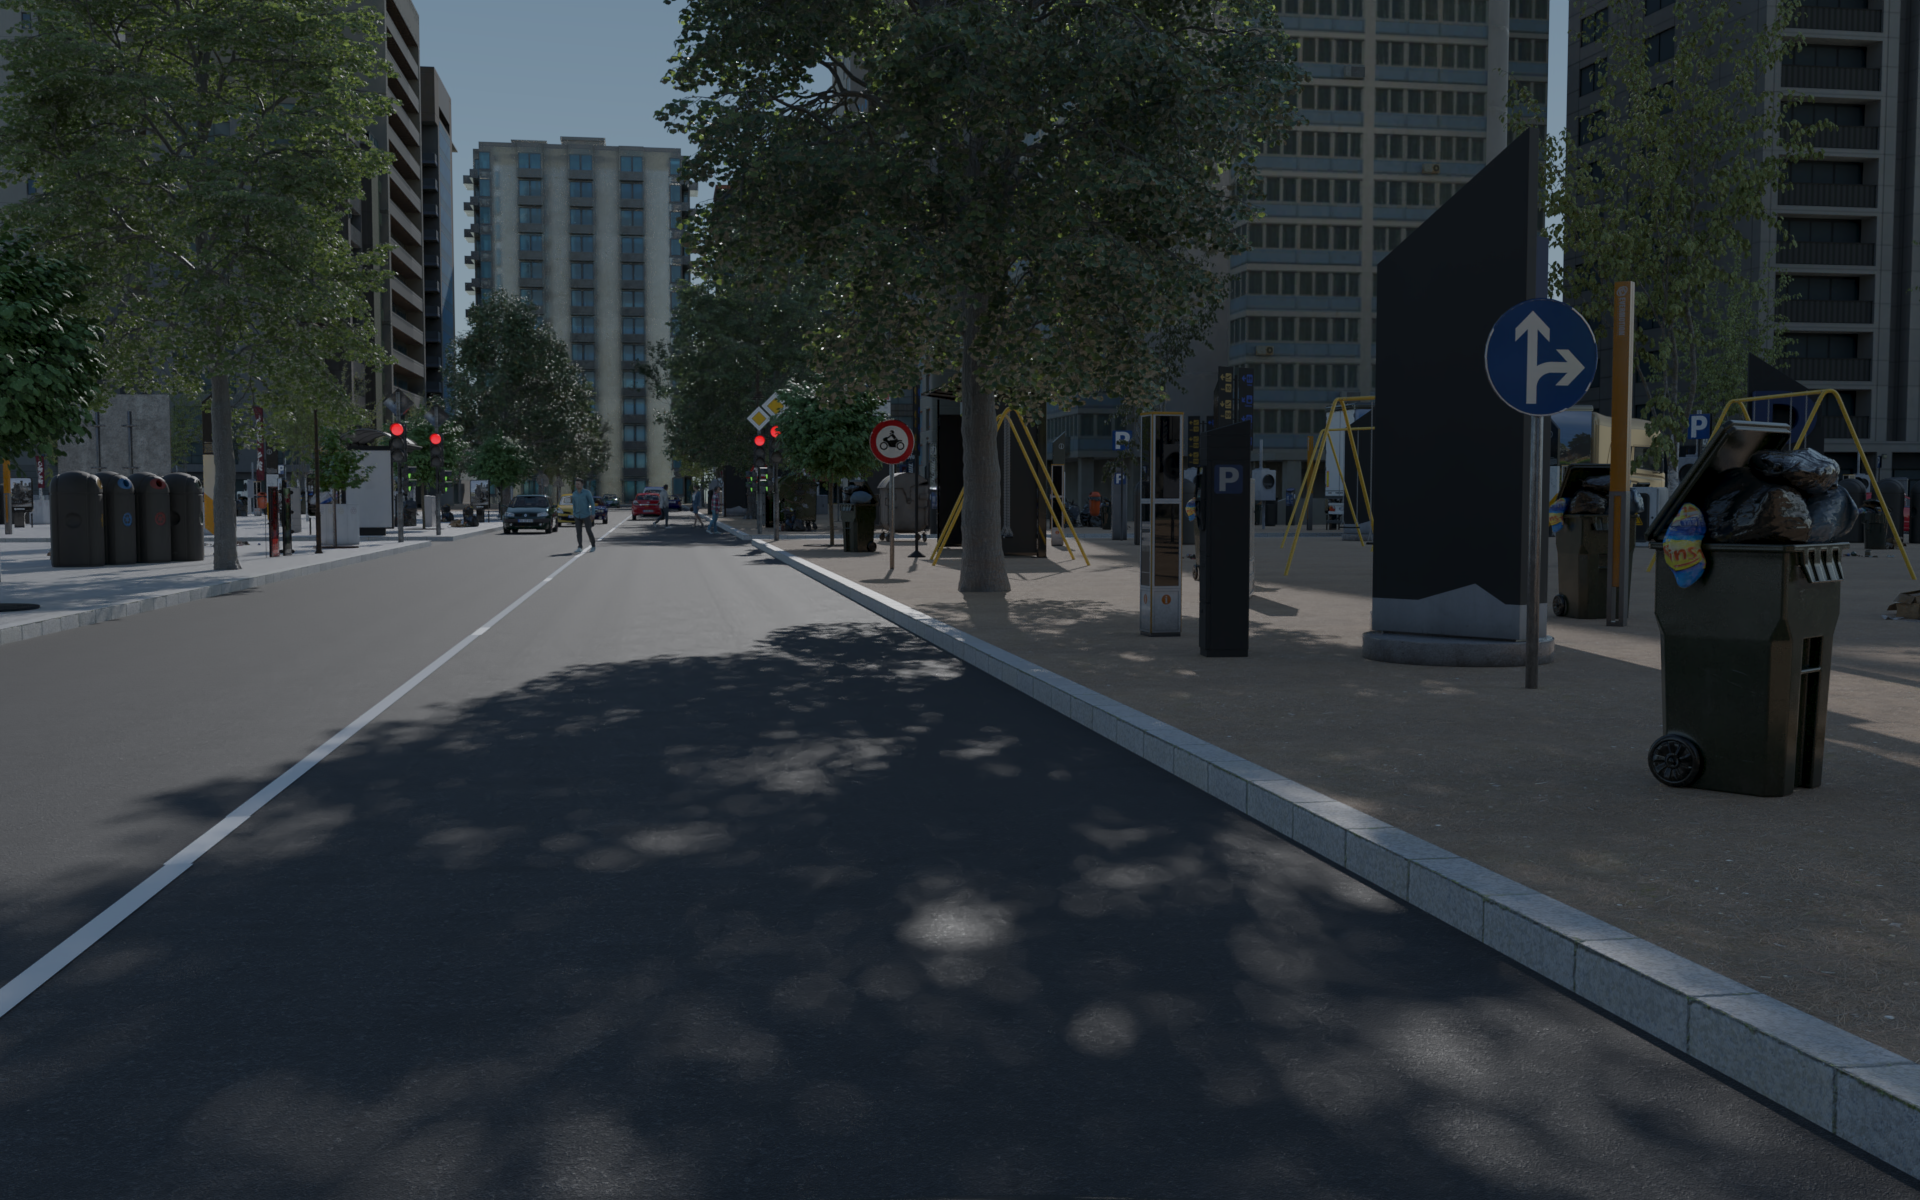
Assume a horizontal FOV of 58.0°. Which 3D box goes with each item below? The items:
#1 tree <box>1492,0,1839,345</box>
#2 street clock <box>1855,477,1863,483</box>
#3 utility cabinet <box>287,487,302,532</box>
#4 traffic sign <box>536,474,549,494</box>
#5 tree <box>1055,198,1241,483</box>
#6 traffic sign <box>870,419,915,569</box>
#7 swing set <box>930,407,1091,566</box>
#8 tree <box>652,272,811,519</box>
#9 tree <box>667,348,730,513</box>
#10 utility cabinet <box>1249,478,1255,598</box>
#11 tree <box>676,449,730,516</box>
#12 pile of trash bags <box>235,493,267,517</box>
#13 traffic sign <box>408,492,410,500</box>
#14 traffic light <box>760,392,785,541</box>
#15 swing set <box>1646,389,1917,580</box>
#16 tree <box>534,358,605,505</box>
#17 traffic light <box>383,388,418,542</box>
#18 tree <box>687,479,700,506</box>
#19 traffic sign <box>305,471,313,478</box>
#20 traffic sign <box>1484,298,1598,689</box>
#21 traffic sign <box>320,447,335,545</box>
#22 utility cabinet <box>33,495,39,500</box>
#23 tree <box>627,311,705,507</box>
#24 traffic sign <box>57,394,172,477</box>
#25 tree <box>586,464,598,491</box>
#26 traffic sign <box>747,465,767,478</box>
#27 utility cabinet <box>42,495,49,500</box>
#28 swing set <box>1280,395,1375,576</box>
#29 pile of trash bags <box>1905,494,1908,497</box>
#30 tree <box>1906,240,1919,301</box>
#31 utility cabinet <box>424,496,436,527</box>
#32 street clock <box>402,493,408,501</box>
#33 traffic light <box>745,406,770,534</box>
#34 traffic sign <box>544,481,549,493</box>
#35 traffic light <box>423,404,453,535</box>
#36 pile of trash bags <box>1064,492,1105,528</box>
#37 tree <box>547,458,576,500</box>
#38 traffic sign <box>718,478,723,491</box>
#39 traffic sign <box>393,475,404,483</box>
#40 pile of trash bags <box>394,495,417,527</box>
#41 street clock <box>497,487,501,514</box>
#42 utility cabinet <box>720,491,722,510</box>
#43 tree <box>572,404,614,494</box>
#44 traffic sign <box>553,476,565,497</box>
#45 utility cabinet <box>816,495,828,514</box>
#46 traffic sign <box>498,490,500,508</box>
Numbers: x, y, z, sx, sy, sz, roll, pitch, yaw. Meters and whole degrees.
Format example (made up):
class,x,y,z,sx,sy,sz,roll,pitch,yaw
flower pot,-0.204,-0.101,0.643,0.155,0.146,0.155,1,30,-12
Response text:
class,x,y,z,sx,sy,sz,roll,pitch,yaw
tree,9.110,-4.415,22.546,4.737,8.622,4.395,0,3,0
street clock,37.669,-4.175,72.835,0.471,2.002,0.358,0,4,-6
utility cabinet,-22.242,-3.009,57.872,0.318,1.500,1.173,-2,4,-28
traffic sign,-26.057,-6.605,108.104,0.768,2.556,0.104,0,4,-4
tree,4.278,-5.437,39.262,4.360,8.622,3.978,0,3,0
traffic sign,-1.161,-1.801,29.560,0.768,2.556,0.104,0,4,-6
swing set,0.873,-2.133,32.502,2.862,2.851,3.119,0,4,-2
tree,-10.669,-10.431,87.551,9.611,12.733,9.660,0,3,0
tree,-16.427,-12.333,119.767,7.486,12.596,7.792,0,3,0
utility cabinet,3.490,-0.784,21.491,0.318,1.500,1.173,1,4,12
tree,-14.104,-9.335,102.995,4.737,8.622,4.395,0,3,0
pile of trash bags,-41.282,-5.450,98.853,3.447,1.369,1.912,-3,5,-40
traffic sign,-24.551,-4.711,77.125,0.768,2.556,0.104,0,4,-2
traffic light,-5.078,-3.590,47.619,0.839,4.253,0.868,-1,4,-10
swing set,12.834,-1.817,27.327,2.862,2.851,3.119,0,4,-3
tree,-33.291,-13.786,143.527,7.486,12.596,7.792,0,3,0
traffic light,-14.841,-3.486,45.912,0.839,4.253,0.868,-1,4,-10
tree,-29.601,-12.200,194.069,1.663,3.219,1.824,0,3,0
traffic sign,-21.753,-3.596,58.796,0.884,2.594,0.081,-1,4,-10
traffic sign,3.775,-0.688,11.361,0.768,2.556,0.104,0,4,-7
traffic sign,-15.191,-2.563,42.016,0.768,2.556,0.104,0,4,-5
utility cabinet,-58.584,-6.003,109.308,0.306,1.237,1.020,1,4,20
tree,-25.932,-19.095,168.100,12.611,20.169,13.585,0,3,0
traffic sign,-17.259,-2.537,35.347,2.265,3.308,0.079,0,4,-2
tree,-41.814,-14.902,194.005,4.360,8.622,3.978,0,3,0
traffic sign,-6.721,-3.558,58.185,0.884,2.594,0.081,0,4,-3
utility cabinet,-47.602,-4.835,90.209,0.306,1.237,1.020,-2,4,-34
swing set,7.191,-1.799,27.037,2.862,2.851,3.119,-3,5,-44
pile of trash bags,36.772,-3.507,67.095,1.912,1.369,3.447,3,5,41
tree,24.274,-5.513,40.494,4.737,8.622,4.395,0,3,0
utility cabinet,-20.726,-3.466,67.832,0.306,1.237,1.020,0,4,-6
street clock,-24.938,-4.490,77.976,0.471,2.002,0.358,2,4,34
traffic light,-6.446,-4.071,55.487,0.839,4.253,0.868,-1,4,-10
traffic sign,-30.282,-7.703,126.057,0.768,2.556,0.104,0,4,-1
traffic light,-16.209,-3.967,53.780,0.839,4.253,0.868,-1,4,-10
pile of trash bags,4.884,-3.490,66.816,1.912,1.369,3.447,-1,4,-9
tree,-31.306,-11.295,135.030,4.737,8.622,4.395,0,3,0
traffic sign,-15.178,-6.639,110.684,0.606,2.300,0.079,0,4,-5
traffic sign,-23.065,-4.294,71.393,0.795,2.450,0.064,0,4,-1
pile of trash bags,-22.471,-3.593,68.493,1.912,1.369,3.447,-1,4,-14
street clock,-27.915,-6.161,105.296,0.358,2.002,0.471,2,4,31
utility cabinet,-17.366,-7.239,127.039,0.318,1.500,1.173,2,4,24
tree,-34.365,-13.469,154.634,7.601,10.594,8.767,0,4,-1
traffic sign,-28.635,-7.562,123.649,0.884,2.594,0.081,0,4,-4
utility cabinet,-8.894,-6.028,109.721,1.020,1.237,0.306,-1,4,-23
traffic sign,-28.253,-6.484,106.125,0.768,2.556,0.104,0,4,-5
